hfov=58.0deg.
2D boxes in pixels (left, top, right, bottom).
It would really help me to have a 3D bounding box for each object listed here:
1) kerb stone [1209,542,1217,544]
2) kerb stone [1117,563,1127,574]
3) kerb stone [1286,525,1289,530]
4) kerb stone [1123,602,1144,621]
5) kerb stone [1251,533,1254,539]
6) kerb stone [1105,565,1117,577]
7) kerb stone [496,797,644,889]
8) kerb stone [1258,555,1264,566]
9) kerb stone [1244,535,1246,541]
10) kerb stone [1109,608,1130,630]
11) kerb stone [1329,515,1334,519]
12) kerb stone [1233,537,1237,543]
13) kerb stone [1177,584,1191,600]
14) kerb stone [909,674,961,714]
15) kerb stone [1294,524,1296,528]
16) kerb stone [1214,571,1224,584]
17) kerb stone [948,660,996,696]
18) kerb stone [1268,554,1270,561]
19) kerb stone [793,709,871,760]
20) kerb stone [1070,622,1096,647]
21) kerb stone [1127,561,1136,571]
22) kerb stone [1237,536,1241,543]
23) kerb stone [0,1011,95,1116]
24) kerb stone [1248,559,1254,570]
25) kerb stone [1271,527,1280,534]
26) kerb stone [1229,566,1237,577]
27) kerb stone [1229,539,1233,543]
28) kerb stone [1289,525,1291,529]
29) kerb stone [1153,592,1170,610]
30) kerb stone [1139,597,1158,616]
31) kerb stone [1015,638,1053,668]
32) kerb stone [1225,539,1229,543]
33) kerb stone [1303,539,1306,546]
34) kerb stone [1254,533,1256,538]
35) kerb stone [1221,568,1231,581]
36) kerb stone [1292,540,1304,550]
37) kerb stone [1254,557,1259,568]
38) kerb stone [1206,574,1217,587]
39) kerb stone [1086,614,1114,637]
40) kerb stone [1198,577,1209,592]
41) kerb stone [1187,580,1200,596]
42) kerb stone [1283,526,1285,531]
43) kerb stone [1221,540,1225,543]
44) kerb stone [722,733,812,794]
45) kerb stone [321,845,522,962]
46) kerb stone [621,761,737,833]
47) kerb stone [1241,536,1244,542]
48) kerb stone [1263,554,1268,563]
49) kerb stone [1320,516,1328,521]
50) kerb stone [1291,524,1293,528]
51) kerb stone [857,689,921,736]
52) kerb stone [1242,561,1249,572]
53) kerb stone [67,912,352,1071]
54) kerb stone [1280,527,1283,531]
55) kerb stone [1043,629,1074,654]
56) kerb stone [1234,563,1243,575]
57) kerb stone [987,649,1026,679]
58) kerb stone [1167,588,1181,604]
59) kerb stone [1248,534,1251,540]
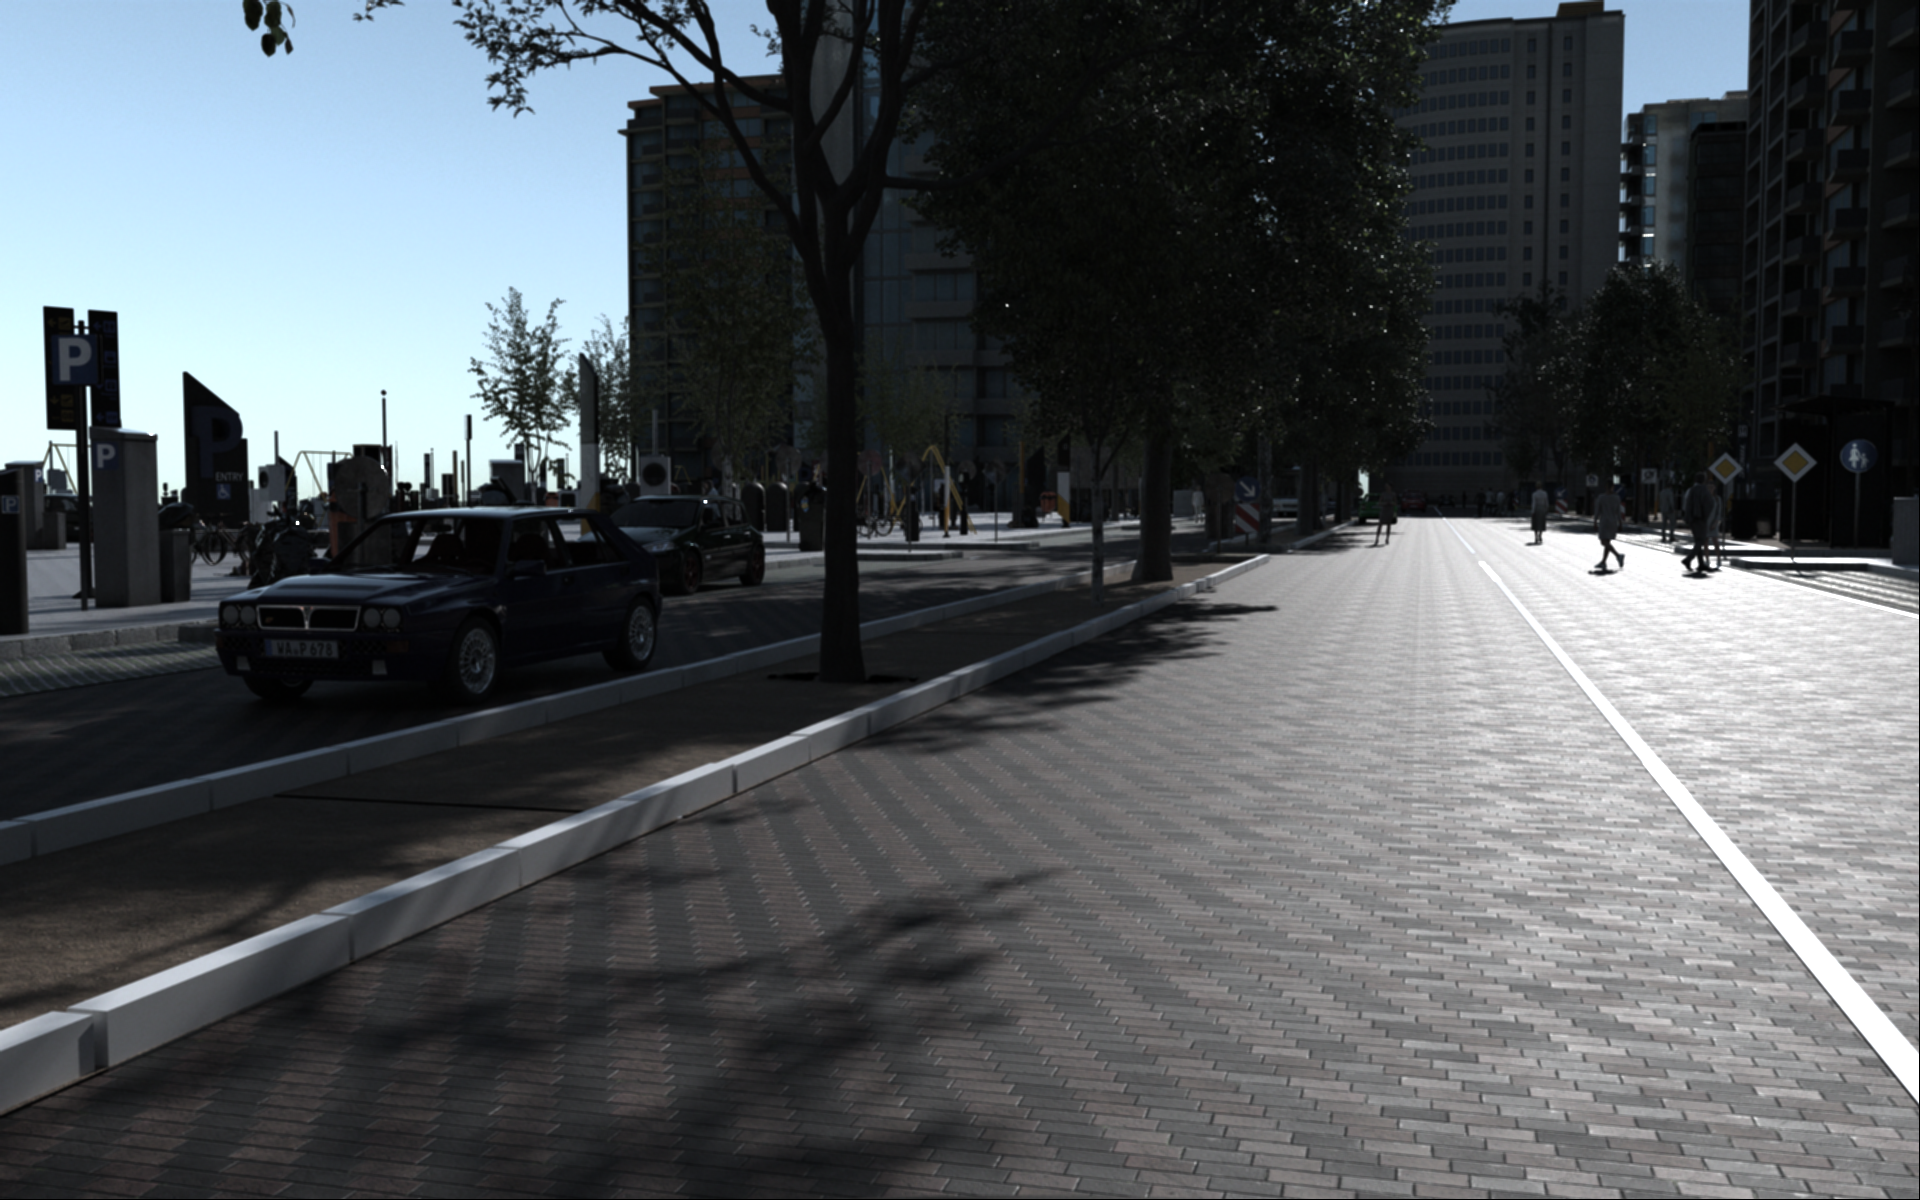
[{"bbox_3d":[6.659,-1.423,45.459,0.120,0.150,1.000,1,4,15],"label":"kerb stone"},{"bbox_3d":[2.812,-0.543,31.080,0.120,0.150,1.000,1,4,15],"label":"kerb stone"},{"bbox_3d":[12.762,-2.816,68.229,0.120,0.150,1.000,1,4,15],"label":"kerb stone"},{"bbox_3d":[1.918,0.156,19.651,0.120,0.150,1.000,1,4,15],"label":"kerb stone"},{"bbox_3d":[9.037,-1.966,54.371,0.120,0.150,1.000,1,4,15],"label":"kerb stone"},{"bbox_3d":[2.541,-0.482,30.078,0.120,0.150,1.000,1,4,15],"label":"kerb stone"},{"bbox_3d":[-1.518,0.943,6.779,0.120,0.150,1.000,1,4,15],"label":"kerb stone"},{"bbox_3d":[5.909,-0.749,34.498,0.120,0.150,1.000,1,4,15],"label":"kerb stone"},{"bbox_3d":[8.514,-1.847,52.393,0.120,0.150,1.000,1,4,15],"label":"kerb stone"},{"bbox_3d":[1.666,0.219,18.658,0.120,0.150,1.000,1,4,15],"label":"kerb stone"},{"bbox_3d":[21.756,-4.872,101.892,0.120,0.150,1.000,1,4,15],"label":"kerb stone"},{"bbox_3d":[7.714,-1.665,49.425,0.120,0.150,1.000,1,4,15],"label":"kerb stone"},{"bbox_3d":[2.991,-0.086,23.604,0.120,0.150,1.000,1,4,15],"label":"kerb stone"},{"bbox_3d":[-0.198,0.642,11.727,0.120,0.150,1.000,1,4,15],"label":"kerb stone"},{"bbox_3d":[13.815,-3.049,72.203,0.120,0.150,1.000,1,4,15],"label":"kerb stone"},{"bbox_3d":[4.050,-0.325,27.568,0.120,0.150,1.000,1,4,15],"label":"kerb stone"},{"bbox_3d":[0.068,0.580,12.714,0.120,0.150,1.000,1,4,15],"label":"kerb stone"},{"bbox_3d":[6.430,-0.869,36.488,0.120,0.150,1.000,1,4,15],"label":"kerb stone"},{"bbox_3d":[-0.726,0.763,9.752,0.120,0.150,1.000,1,4,15],"label":"kerb stone"},{"bbox_3d":[1.135,0.344,16.682,0.120,0.150,1.000,1,4,15],"label":"kerb stone"},{"bbox_3d":[3.074,-0.603,32.069,0.120,0.150,1.000,1,4,15],"label":"kerb stone"},{"bbox_3d":[7.982,-1.726,50.412,0.120,0.150,1.000,1,4,15],"label":"kerb stone"},{"bbox_3d":[-2.322,1.125,3.803,0.120,0.150,1.000,1,4,15],"label":"kerb stone"},{"bbox_3d":[5.372,-0.632,32.521,0.120,0.150,1.000,1,4,15],"label":"kerb stone"},{"bbox_3d":[11.695,-2.574,64.278,0.120,0.150,1.000,1,4,15],"label":"kerb stone"},{"bbox_3d":[4.572,-0.448,29.545,0.120,0.150,1.000,1,4,15],"label":"kerb stone"},{"bbox_3d":[7.459,-1.603,48.435,0.120,0.150,1.000,1,4,15],"label":"kerb stone"},{"bbox_3d":[13.023,-2.872,69.226,0.120,0.150,1.000,1,4,15],"label":"kerb stone"},{"bbox_3d":[2.458,0.037,21.626,0.120,0.150,1.000,1,4,15],"label":"kerb stone"},{"bbox_3d":[2.193,0.095,20.637,0.120,0.150,1.000,1,4,15],"label":"kerb stone"},{"bbox_3d":[0.603,0.459,14.693,0.120,0.150,1.000,1,4,15],"label":"kerb stone"},{"bbox_3d":[7.193,-1.540,47.445,0.120,0.150,1.000,1,4,15],"label":"kerb stone"},{"bbox_3d":[9.212,-1.505,46.902,0.120,0.150,1.000,1,4,15],"label":"kerb stone"},{"bbox_3d":[9.304,-2.026,55.357,0.120,0.150,1.000,1,4,15],"label":"kerb stone"},{"bbox_3d":[4.315,-0.381,28.556,0.120,0.150,1.000,1,4,15],"label":"kerb stone"},{"bbox_3d":[8.953,-1.451,45.912,0.120,0.150,1.000,1,4,15],"label":"kerb stone"},{"bbox_3d":[5.638,-0.692,33.512,0.120,0.150,1.000,1,4,15],"label":"kerb stone"},{"bbox_3d":[3.781,-0.265,26.582,0.120,0.150,1.000,1,4,15],"label":"kerb stone"},{"bbox_3d":[1.397,0.277,17.672,0.120,0.150,1.000,1,4,15],"label":"kerb stone"},{"bbox_3d":[3.523,-0.208,25.593,0.120,0.150,1.000,1,4,15],"label":"kerb stone"},{"bbox_3d":[3.248,-0.147,24.602,0.120,0.150,1.000,1,4,15],"label":"kerb stone"},{"bbox_3d":[12.219,-2.693,66.257,0.120,0.150,1.000,1,4,15],"label":"kerb stone"},{"bbox_3d":[6.927,-1.479,46.448,0.120,0.150,1.000,1,4,15],"label":"kerb stone"},{"bbox_3d":[-0.991,0.830,8.756,0.120,0.150,1.000,1,4,15],"label":"kerb stone"},{"bbox_3d":[-1.780,1.004,5.791,0.120,0.150,1.000,1,4,15],"label":"kerb stone"},{"bbox_3d":[-1.261,0.882,7.770,0.120,0.150,1.000,1,4,15],"label":"kerb stone"},{"bbox_3d":[8.249,-1.787,51.406,0.120,0.150,1.000,1,4,15],"label":"kerb stone"},{"bbox_3d":[6.160,-0.811,35.491,0.120,0.150,1.000,1,4,15],"label":"kerb stone"},{"bbox_3d":[20.171,-4.511,95.951,0.120,0.150,1.000,1,4,15],"label":"kerb stone"},{"bbox_3d":[13.283,-2.933,70.220,0.120,0.150,1.000,1,4,15],"label":"kerb stone"},{"bbox_3d":[-0.454,0.701,10.737,0.120,0.150,1.000,1,4,15],"label":"kerb stone"},{"bbox_3d":[5.101,-0.571,31.530,0.120,0.150,1.000,1,4,15],"label":"kerb stone"},{"bbox_3d":[-2.044,1.064,4.796,0.120,0.150,1.000,1,4,15],"label":"kerb stone"},{"bbox_3d":[11.958,-2.634,65.266,0.120,0.150,1.000,1,4,15],"label":"kerb stone"},{"bbox_3d":[0.857,0.398,15.695,0.120,0.150,1.000,1,4,15],"label":"kerb stone"},{"bbox_3d":[4.835,-0.510,30.538,0.120,0.150,1.000,1,4,15],"label":"kerb stone"},{"bbox_3d":[0.331,0.524,13.708,0.120,0.150,1.000,1,4,15],"label":"kerb stone"},{"bbox_3d":[2.720,-0.021,22.614,0.120,0.150,1.000,1,4,15],"label":"kerb stone"},{"bbox_3d":[8.779,-1.907,53.381,0.120,0.150,1.000,1,4,15],"label":"kerb stone"}]
